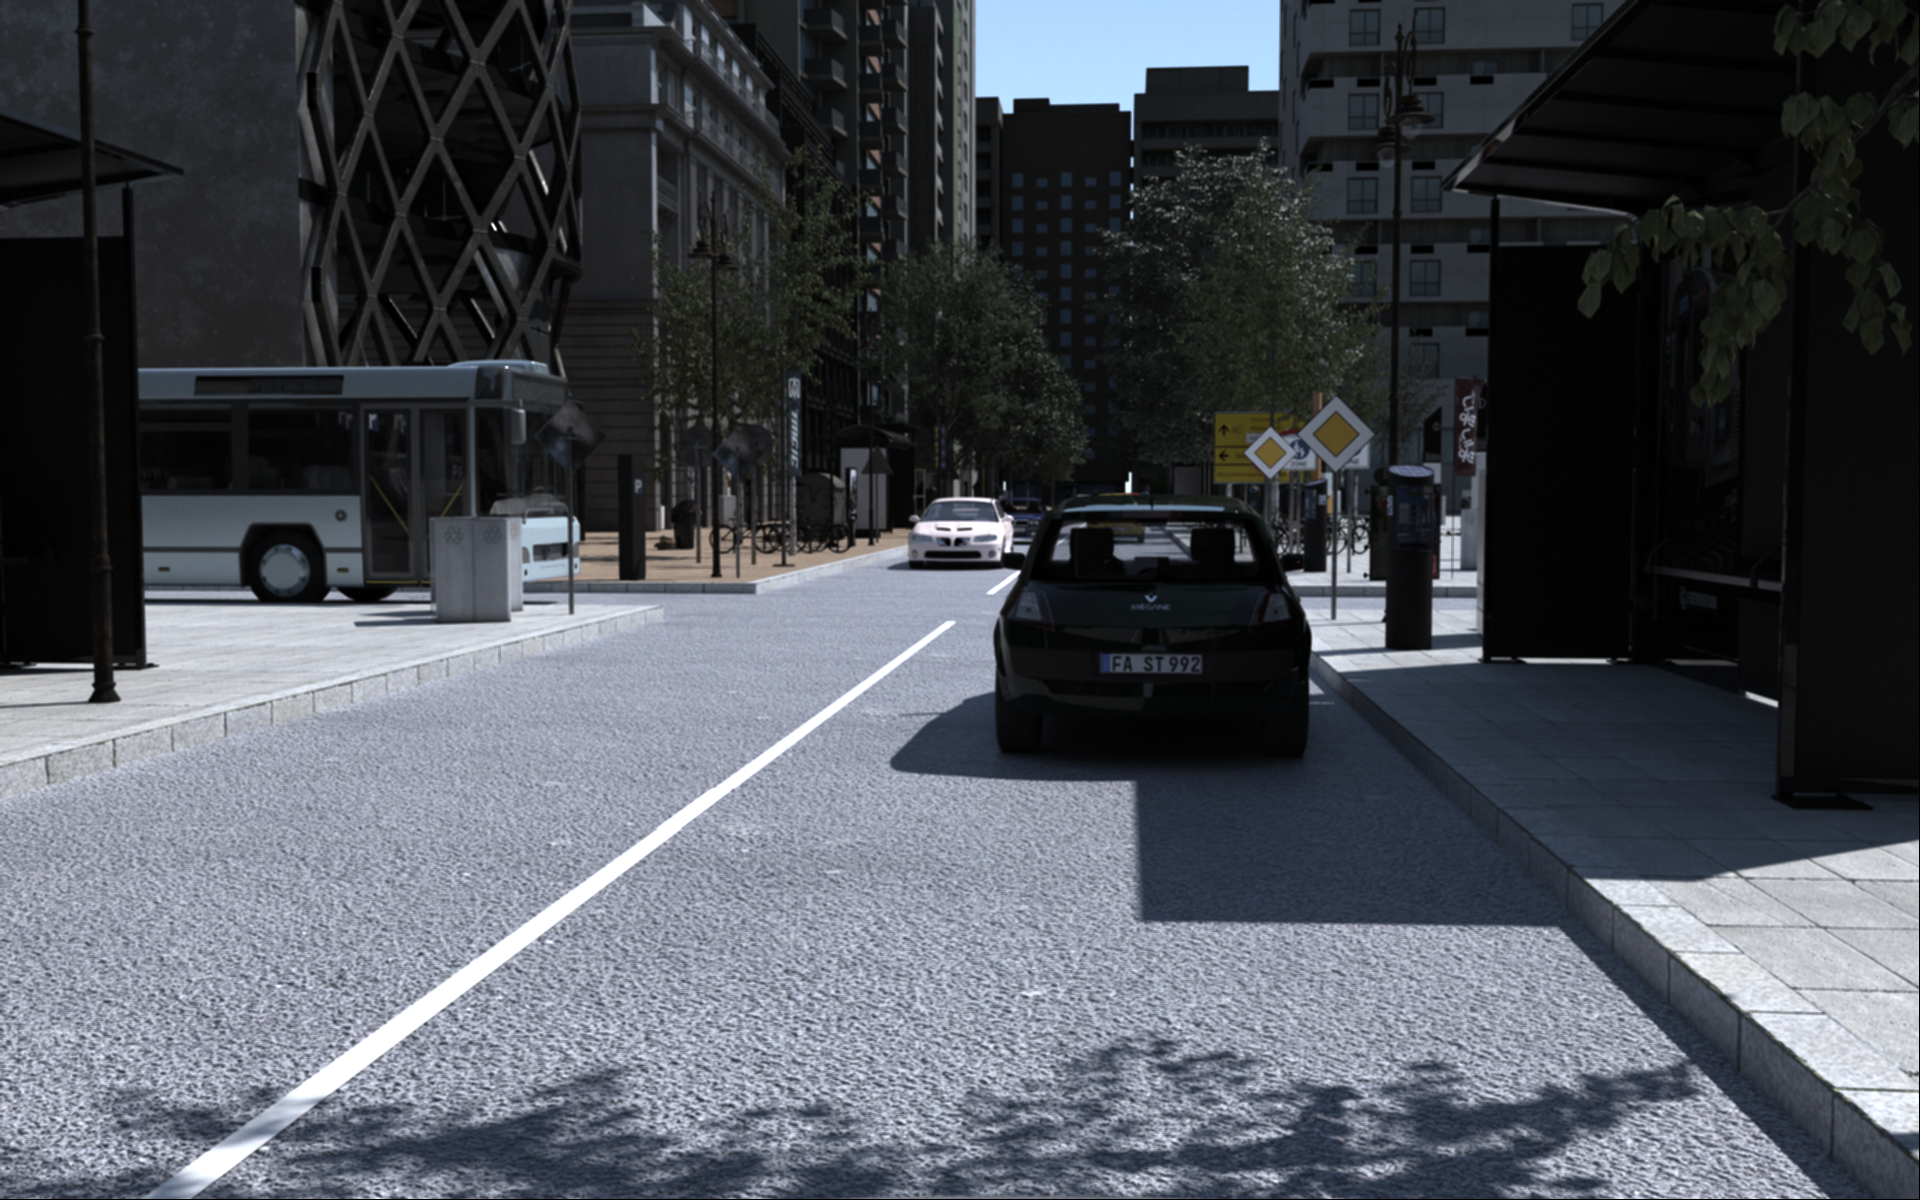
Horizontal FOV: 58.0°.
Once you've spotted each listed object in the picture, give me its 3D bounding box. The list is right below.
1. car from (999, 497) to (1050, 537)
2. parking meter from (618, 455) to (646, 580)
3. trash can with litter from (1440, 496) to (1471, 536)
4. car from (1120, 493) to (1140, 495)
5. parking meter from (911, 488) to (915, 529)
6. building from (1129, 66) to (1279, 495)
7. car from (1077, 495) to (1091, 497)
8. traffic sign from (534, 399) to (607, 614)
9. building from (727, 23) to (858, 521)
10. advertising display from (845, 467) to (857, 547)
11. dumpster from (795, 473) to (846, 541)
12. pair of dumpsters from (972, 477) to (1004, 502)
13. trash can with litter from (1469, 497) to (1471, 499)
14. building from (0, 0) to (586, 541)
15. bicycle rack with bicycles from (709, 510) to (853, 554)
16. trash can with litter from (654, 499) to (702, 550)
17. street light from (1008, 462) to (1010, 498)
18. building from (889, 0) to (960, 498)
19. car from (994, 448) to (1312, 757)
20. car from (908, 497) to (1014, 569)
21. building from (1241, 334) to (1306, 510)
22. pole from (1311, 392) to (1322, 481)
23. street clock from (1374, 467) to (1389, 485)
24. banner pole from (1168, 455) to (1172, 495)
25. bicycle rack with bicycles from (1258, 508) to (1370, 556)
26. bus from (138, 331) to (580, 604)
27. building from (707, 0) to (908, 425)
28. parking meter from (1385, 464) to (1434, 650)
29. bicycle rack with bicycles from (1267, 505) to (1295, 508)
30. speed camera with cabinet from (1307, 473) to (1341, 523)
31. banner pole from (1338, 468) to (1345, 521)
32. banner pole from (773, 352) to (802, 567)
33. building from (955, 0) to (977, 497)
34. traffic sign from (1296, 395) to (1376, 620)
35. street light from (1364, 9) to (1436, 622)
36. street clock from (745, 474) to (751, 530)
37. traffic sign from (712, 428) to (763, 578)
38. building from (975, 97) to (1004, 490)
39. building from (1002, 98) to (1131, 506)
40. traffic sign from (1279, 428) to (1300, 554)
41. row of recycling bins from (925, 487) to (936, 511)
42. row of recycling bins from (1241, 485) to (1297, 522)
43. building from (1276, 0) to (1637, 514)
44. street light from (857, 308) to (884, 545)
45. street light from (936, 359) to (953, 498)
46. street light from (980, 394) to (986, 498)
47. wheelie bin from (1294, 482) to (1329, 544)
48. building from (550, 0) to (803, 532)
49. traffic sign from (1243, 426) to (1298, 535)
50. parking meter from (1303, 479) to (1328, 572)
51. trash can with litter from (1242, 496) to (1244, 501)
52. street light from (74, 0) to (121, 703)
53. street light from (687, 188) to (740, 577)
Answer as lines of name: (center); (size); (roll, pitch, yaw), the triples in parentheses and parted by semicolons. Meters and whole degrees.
car: (1.750, -2.333, 50.725); (1.945, 1.354, 3.894); (0, 4, 6)
parking meter: (-4.900, -1.234, 25.880); (0.255, 1.863, 0.399); (2, 4, 24)
trash can with litter: (15.436, -2.616, 53.829); (1.678, 1.210, 2.233); (3, 5, 43)
car: (8.243, -4.587, 84.031); (2.155, 1.783, 4.494); (0, 4, 5)
parking meter: (-2.011, -3.577, 66.890); (0.372, 1.533, 0.369); (0, 3, 0)
building: (30.503, -35.260, 200.196); (21.600, 48.544, 21.300); (0, 4, 5)
car: (9.829, -7.706, 138.355); (2.083, 1.381, 4.827); (0, 4, 3)
traffic sign: (-4.141, -0.903, 18.414); (0.795, 2.450, 0.064); (0, 4, 5)
building: (-12.658, -15.937, 90.251); (12.332, 23.373, 15.834); (0, 4, 5)
advertising display: (-2.638, -2.253, 42.053); (0.123, 1.923, 0.974); (0, 4, 6)
dumpster: (-3.886, -2.570, 47.785); (1.264, 1.857, 1.865); (0, 4, 5)
pair of dumpsters: (1.490, -5.618, 94.342); (1.574, 2.255, 4.437); (0, 4, 5)
trash can with litter: (28.136, -5.077, 94.388); (1.055, 1.170, 0.624); (-3, 5, -40)
building: (-18.459, -10.763, 43.427); (16.820, 18.784, 16.811); (0, 4, 5)
bicycle rack with bicycles: (-3.711, -1.511, 38.080); (2.925, 0.926, 2.852); (1, 4, 16)
trash can with litter: (-6.519, -1.750, 40.001); (0.624, 1.170, 1.055); (3, 4, 39)
street light: (2.650, -7.375, 93.376); (0.468, 5.910, 1.993); (0, 4, 5)
building: (-7.672, -27.836, 138.705); (14.154, 41.232, 14.086); (0, 4, 5)
car: (1.208, -0.069, 10.910); (2.009, 1.686, 4.222); (0, 4, 6)
car: (0.072, -1.377, 34.879); (2.083, 1.381, 4.827); (0, 4, 5)
building: (39.118, -18.760, 151.764); (27.650, 21.520, 28.899); (0, 4, 5)
pole: (7.155, -2.505, 34.794); (0.158, 3.312, 0.155); (0, 3, 0)
street clock: (11.248, -2.534, 46.007); (0.471, 2.002, 0.358); (0, 4, -6)
banner pole: (11.085, -6.197, 91.334); (0.401, 3.779, 0.863); (0, 4, -8)
bicycle rack with bicycles: (7.345, -1.429, 36.752); (2.925, 0.926, 2.852); (-1, 4, -13)
bus: (-10.877, -1.688, 22.462); (13.247, 3.499, 2.948); (0, 4, 6)
building: (-15.398, -28.272, 116.868); (22.147, 44.769, 28.867); (0, 4, 5)
parking meter: (3.725, -0.363, 14.345); (0.372, 1.533, 0.369); (0, 3, 0)
bicycle rack with bicycles: (10.092, -2.578, 55.525); (2.925, 0.926, 2.852); (3, 4, 37)
speed camera with cabinet: (15.971, -4.995, 76.009); (0.660, 3.252, 2.038); (3, 5, 42)
banner pole: (18.218, -5.683, 82.927); (0.401, 3.779, 0.863); (3, 5, 44)
banner pole: (-3.025, -2.498, 30.860); (0.401, 3.779, 0.863); (2, 4, 26)
building: (-9.524, -44.076, 158.888); (20.611, 71.187, 20.563); (0, 4, 5)
traffic sign: (3.815, -0.856, 17.636); (0.795, 2.450, 0.064); (0, 4, 5)
street light: (4.320, -2.715, 17.186); (0.468, 5.910, 1.993); (0, 4, 5)
street clock: (-7.395, -3.454, 61.035); (0.358, 2.002, 0.471); (0, 4, 0)
traffic sign: (-3.383, -1.390, 26.363); (0.795, 2.450, 0.064); (0, 4, 5)
building: (-5.201, -35.479, 203.776); (21.600, 48.544, 21.300); (0, 4, 5)
building: (12.404, -33.575, 199.062); (14.200, 45.320, 14.600); (0, 4, 5)
traffic sign: (6.435, -2.049, 33.611); (0.768, 2.556, 0.104); (0, 4, 7)
row of recycling bins: (-2.516, -5.459, 96.362); (3.534, 1.692, 1.069); (3, 5, 39)
row of recycling bins: (14.167, -4.545, 81.420); (3.534, 1.692, 1.069); (0, 4, 5)
building: (37.235, -32.629, 122.718); (28.713, 52.752, 27.495); (0, 4, 5)
street light: (-2.217, -4.301, 43.109); (0.468, 5.910, 1.993); (0, 4, 5)
street light: (-0.535, -5.312, 59.635); (0.468, 5.910, 1.993); (0, 4, 5)
street light: (0.973, -6.365, 76.850); (0.468, 5.910, 1.993); (0, 4, 5)
wheelie bin: (9.086, -2.258, 44.826); (0.980, 1.594, 0.693); (2, 4, 35)
building: (-15.086, -13.971, 70.231); (13.314, 21.916, 24.055); (0, 4, 5)
traffic sign: (4.574, -1.342, 25.586); (0.795, 2.450, 0.064); (0, 4, 5)
parking meter: (5.860, -1.232, 28.551); (0.372, 1.533, 0.369); (0, 3, 0)
trash can with litter: (13.741, -4.489, 84.781); (0.624, 1.170, 1.055); (1, 4, 12)
street light: (-5.288, -2.308, 10.526); (0.468, 5.910, 1.993); (0, 4, 5)
street light: (-3.759, -3.289, 26.571); (0.468, 5.910, 1.993); (0, 4, 5)
